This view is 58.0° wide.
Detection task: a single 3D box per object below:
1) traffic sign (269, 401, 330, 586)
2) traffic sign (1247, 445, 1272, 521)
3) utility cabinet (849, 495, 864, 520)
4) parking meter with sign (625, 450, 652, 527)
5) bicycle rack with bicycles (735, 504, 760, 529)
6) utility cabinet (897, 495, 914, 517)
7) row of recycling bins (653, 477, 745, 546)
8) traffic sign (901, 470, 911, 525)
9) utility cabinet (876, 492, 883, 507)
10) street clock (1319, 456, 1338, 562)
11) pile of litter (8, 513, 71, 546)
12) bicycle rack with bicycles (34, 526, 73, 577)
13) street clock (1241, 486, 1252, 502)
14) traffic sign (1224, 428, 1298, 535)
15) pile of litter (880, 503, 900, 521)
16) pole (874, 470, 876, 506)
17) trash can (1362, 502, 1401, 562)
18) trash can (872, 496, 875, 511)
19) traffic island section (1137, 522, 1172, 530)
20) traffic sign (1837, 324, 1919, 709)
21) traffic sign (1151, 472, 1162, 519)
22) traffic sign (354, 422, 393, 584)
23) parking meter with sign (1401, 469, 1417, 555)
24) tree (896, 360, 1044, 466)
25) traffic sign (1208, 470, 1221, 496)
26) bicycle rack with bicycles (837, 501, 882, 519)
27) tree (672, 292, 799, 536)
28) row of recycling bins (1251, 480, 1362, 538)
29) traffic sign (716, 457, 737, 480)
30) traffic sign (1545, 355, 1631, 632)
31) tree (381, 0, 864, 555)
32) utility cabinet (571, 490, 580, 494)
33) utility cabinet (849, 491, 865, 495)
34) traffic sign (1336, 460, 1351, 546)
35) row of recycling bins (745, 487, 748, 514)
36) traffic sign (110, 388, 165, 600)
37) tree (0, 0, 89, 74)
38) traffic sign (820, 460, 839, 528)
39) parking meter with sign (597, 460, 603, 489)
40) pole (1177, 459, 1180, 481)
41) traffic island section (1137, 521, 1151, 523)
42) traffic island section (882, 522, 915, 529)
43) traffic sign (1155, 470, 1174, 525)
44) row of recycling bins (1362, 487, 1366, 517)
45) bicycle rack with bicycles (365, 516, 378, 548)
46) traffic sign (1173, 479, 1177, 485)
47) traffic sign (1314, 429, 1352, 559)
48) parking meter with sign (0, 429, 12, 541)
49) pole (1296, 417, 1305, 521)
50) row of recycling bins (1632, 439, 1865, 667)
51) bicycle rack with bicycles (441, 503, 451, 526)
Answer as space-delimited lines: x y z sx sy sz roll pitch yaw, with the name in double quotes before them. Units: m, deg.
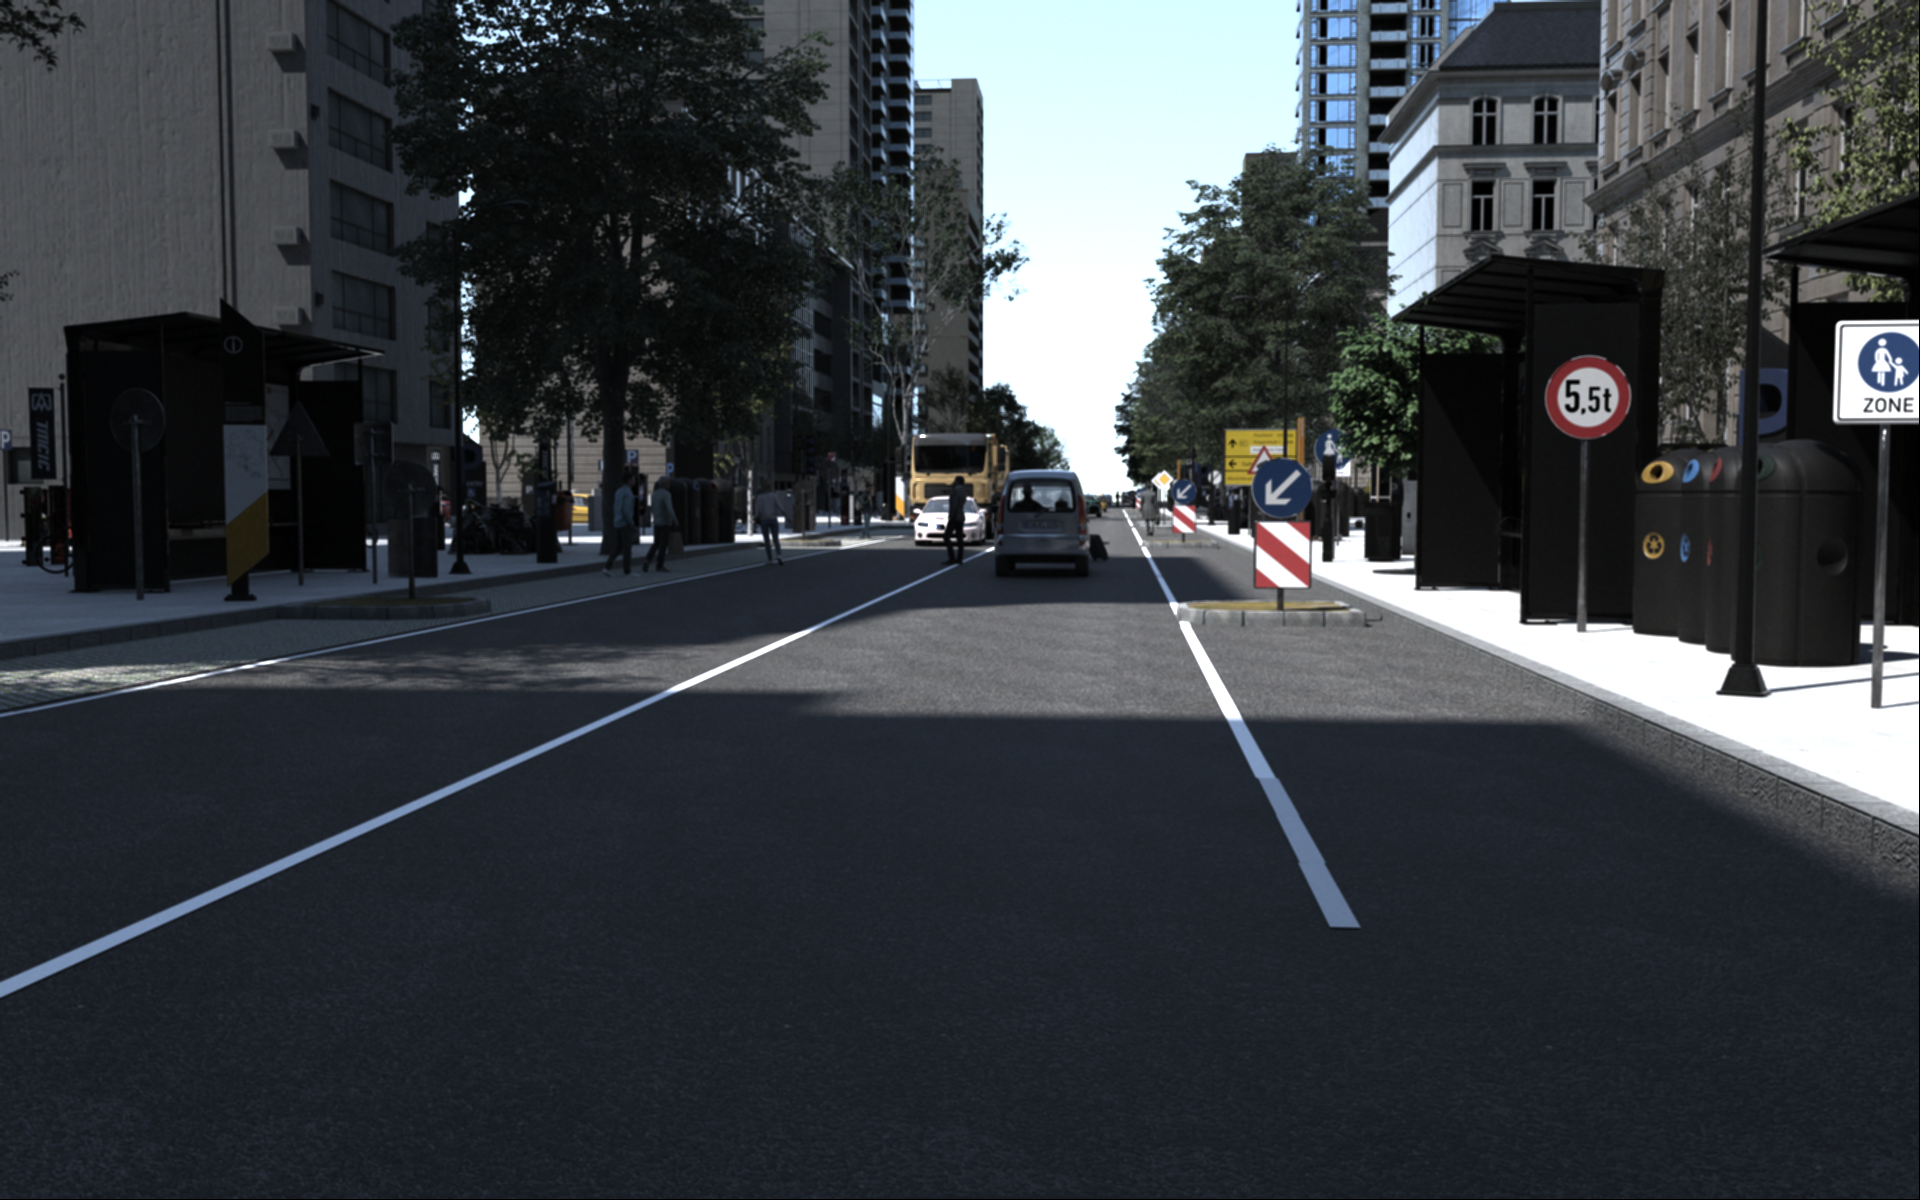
"traffic sign" -9.238 -1.481 24.214 0.884 2.594 0.081 0 4 6
"traffic sign" 8.094 -2.824 46.181 0.884 2.594 0.081 0 4 7
"utility cabinet" -4.976 -4.541 85.402 1.020 1.237 0.306 0 4 5
"parking meter with sign" -12.471 -4.349 67.367 0.543 3.016 1.738 -2 4 -31
"bicycle rack with bicycles" -8.575 -3.149 64.869 2.925 0.926 2.852 2 4 30
"utility cabinet" -3.009 -5.230 96.677 1.020 1.237 0.306 -1 4 -10
"row of recycling bins" -6.808 -2.271 44.242 1.069 1.692 3.534 1 4 18
"traffic sign" -2.075 -4.180 71.983 0.795 2.450 0.064 0 4 5
"utility cabinet" -7.008 -8.798 152.530 0.318 1.500 1.173 2 4 28
"street clock" 6.946 -1.720 32.689 0.358 2.002 0.471 1 4 13
"pile of litter" -22.627 -1.767 42.851 1.719 0.858 1.176 1 4 16
"bicycle rack with bicycles" -13.404 -0.895 28.015 2.925 0.926 2.852 -1 4 -12
"street clock" 15.682 -5.555 95.390 0.358 2.002 0.471 3 5 39
"traffic sign" 9.351 -3.673 53.931 2.265 3.308 0.079 0 4 7
"pile of litter" -3.374 -4.323 84.649 1.176 0.858 1.719 1 4 12
"pole" -7.090 -9.227 144.704 0.158 3.312 0.155 0 3 0
"trash can" 8.000 -1.300 32.910 0.748 1.137 0.748 0 3 0
"trash can" -6.658 -7.164 128.784 0.748 1.137 0.748 0 3 0
"traffic island section" 8.400 -2.986 71.106 2.009 0.180 2.903 0 4 5
"traffic sign" 5.487 -0.500 10.302 0.606 2.300 0.079 0 4 7
"traffic sign" 9.088 -4.608 78.984 0.795 2.450 0.064 0 4 5
"traffic sign" -8.364 -1.381 24.704 0.606 2.300 0.079 1 4 14
"parking meter with sign" 9.669 -2.453 36.364 1.738 3.016 0.543 2 4 31
"tree" 0.012 -11.376 120.412 8.767 10.594 7.601 -3 5 -40
"traffic sign" 13.747 -5.704 93.359 0.768 2.556 0.104 1 4 14
"bicycle rack with bicycles" -5.020 -4.678 89.862 2.925 0.926 2.852 -2 4 -25
"tree" -6.557 -6.259 52.699 4.737 8.622 4.395 0 3 0
"row of recycling bins" 10.157 -2.705 51.342 3.534 1.692 1.069 -2 4 -31
"traffic sign" -8.100 -3.656 59.878 0.768 2.556 0.104 1 4 9
"traffic sign" 5.775 -0.973 16.013 0.768 2.556 0.104 0 4 6
"tree" -7.208 -7.936 36.416 9.857 13.997 8.962 0 3 0
"utility cabinet" -19.405 -4.794 87.058 0.318 1.500 1.173 -2 4 -30
"utility cabinet" -6.350 -6.066 107.861 1.173 1.500 0.318 -1 4 -11
"traffic sign" 9.363 -2.492 42.868 0.606 2.300 0.079 1 4 14
"row of recycling bins" -11.364 -5.041 89.532 1.069 1.692 3.534 -1 4 -9
"traffic sign" -9.943 -1.274 20.930 0.768 2.556 0.104 1 4 14
"tree" -10.400 -4.756 12.181 8.767 10.594 7.601 1 4 8
"traffic sign" -4.918 -3.983 65.220 0.768 2.556 0.104 1 4 12
"parking meter with sign" -17.695 -5.641 88.486 1.738 3.016 0.543 3 5 41
"pole" 12.891 -6.623 102.135 0.158 3.312 0.155 0 3 0
"traffic island section" 9.112 -3.473 79.059 2.009 0.180 2.903 0 4 5
"traffic island section" -2.099 -3.044 72.046 2.009 0.180 2.903 0 4 5
"traffic sign" 8.376 -4.122 71.031 0.795 2.450 0.064 0 4 5
"row of recycling bins" 22.144 -5.426 95.834 1.069 1.692 3.534 3 5 44
"bicycle rack with bicycles" -15.665 -1.709 41.323 2.925 0.926 2.852 3 5 41
"traffic sign" 18.662 -9.106 148.981 0.768 2.556 0.104 1 4 14
"traffic sign" 7.333 -2.073 34.006 0.768 2.556 0.104 1 4 9
"parking meter with sign" -26.662 -3.100 46.948 1.738 3.016 0.543 0 4 5
"pole" 9.080 -3.201 46.177 0.158 3.312 0.155 0 3 0
"row of recycling bins" 6.544 -0.452 14.506 1.069 1.692 3.534 0 4 6
"bicycle rack with bicycles" -21.719 -3.462 69.994 2.852 0.926 2.925 1 4 16
